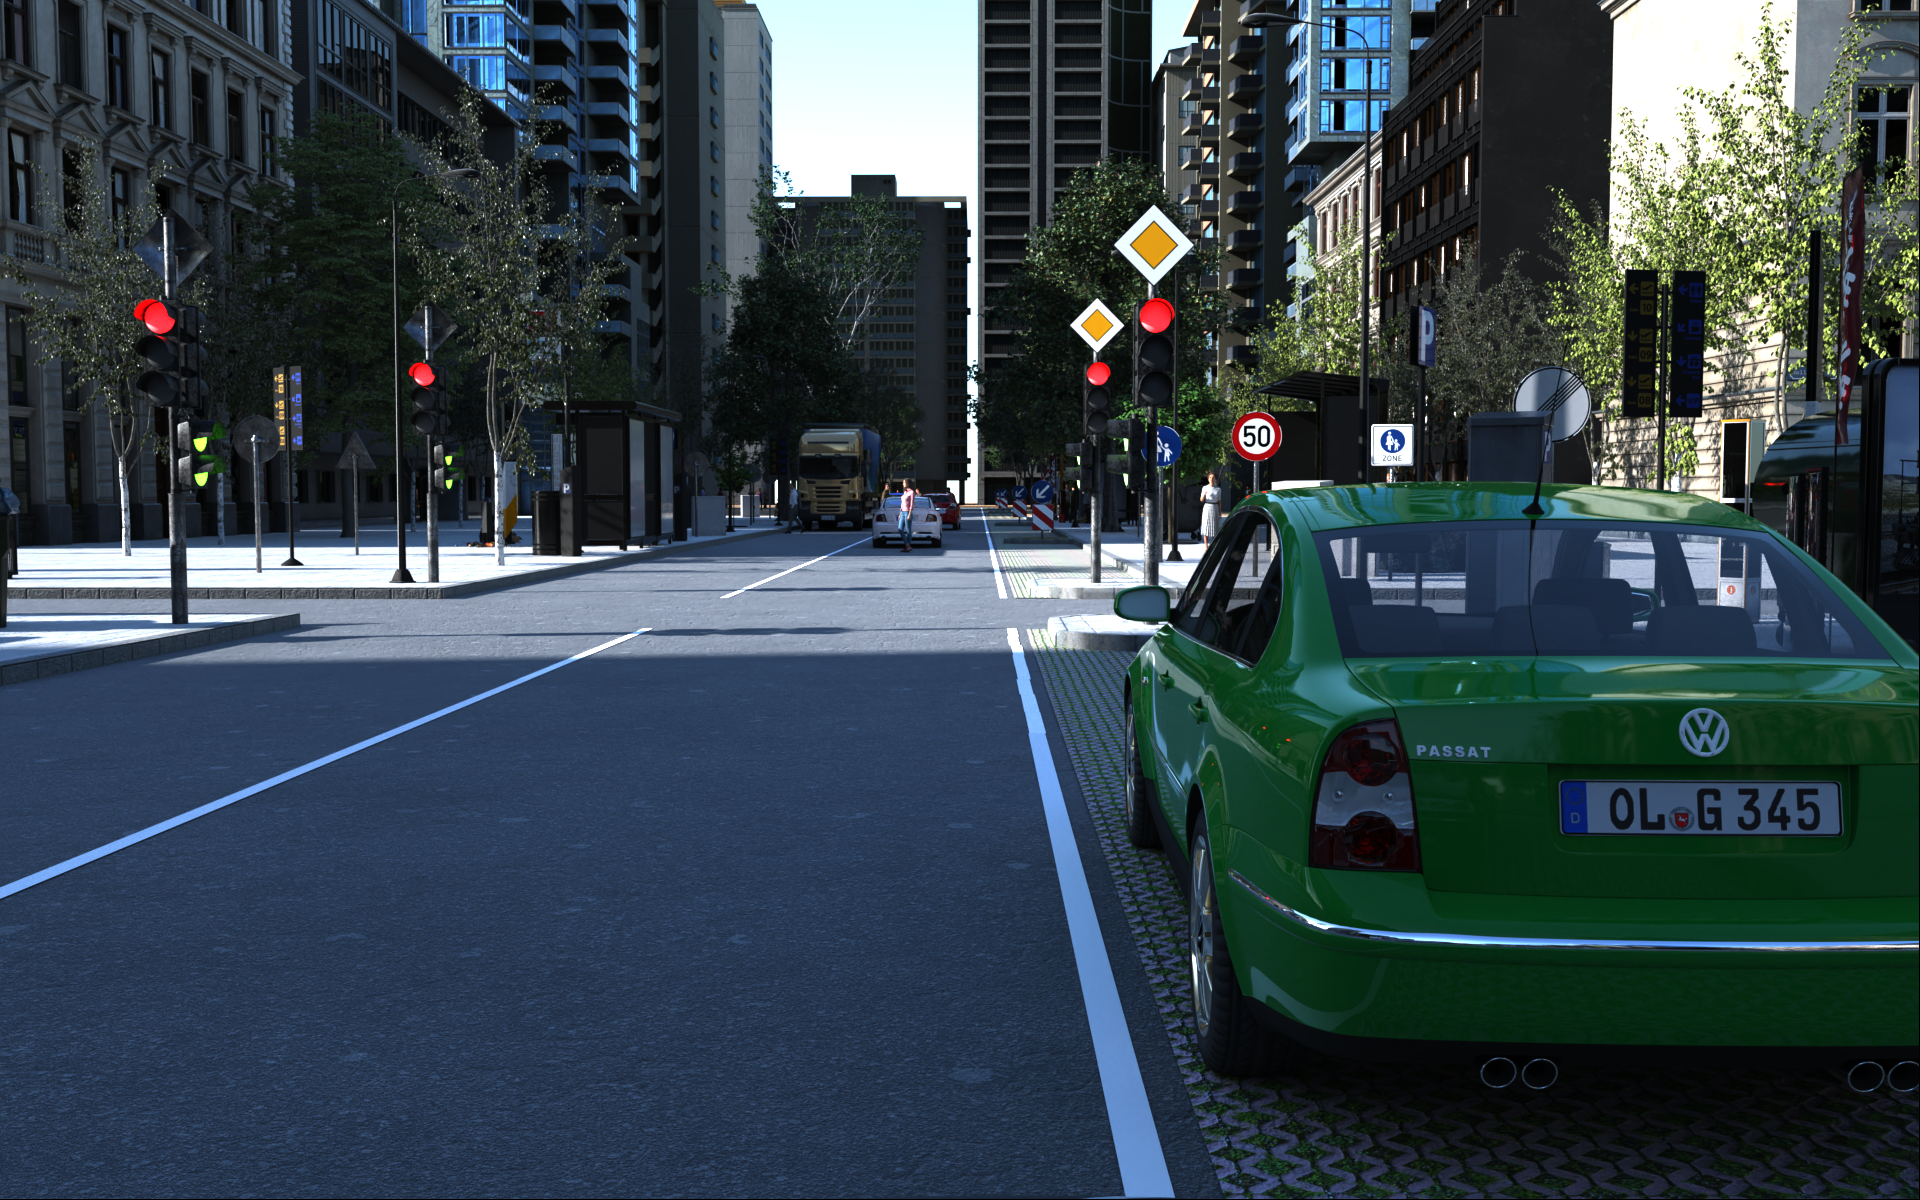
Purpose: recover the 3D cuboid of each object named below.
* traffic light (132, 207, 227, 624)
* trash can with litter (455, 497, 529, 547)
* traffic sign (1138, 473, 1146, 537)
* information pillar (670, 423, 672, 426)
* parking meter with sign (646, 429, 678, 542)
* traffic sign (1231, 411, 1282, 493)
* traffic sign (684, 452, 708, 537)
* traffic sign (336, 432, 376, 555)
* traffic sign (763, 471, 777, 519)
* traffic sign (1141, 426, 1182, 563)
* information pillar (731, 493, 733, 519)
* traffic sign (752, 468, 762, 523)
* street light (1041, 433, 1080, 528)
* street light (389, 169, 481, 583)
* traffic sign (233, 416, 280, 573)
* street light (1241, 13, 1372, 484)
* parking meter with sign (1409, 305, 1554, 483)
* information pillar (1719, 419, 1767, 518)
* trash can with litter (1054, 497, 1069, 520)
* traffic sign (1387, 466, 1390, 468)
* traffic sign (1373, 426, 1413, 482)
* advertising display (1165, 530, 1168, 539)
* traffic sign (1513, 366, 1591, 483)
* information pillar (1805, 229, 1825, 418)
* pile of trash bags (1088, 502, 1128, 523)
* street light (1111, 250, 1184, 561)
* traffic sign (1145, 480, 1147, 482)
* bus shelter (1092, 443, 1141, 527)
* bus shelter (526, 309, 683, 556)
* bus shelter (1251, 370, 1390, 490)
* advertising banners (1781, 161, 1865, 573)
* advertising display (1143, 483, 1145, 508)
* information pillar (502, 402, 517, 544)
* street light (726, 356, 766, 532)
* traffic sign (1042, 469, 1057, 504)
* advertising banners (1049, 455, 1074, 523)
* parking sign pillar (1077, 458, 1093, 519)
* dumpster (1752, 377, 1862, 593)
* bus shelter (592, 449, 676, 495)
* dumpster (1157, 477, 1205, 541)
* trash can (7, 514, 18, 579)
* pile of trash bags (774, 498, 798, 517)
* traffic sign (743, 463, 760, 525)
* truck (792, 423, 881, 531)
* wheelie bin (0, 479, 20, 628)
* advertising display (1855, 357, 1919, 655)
[{"bbox_3d":[-7.700,-1.719,17.019,0.839,4.253,0.868,0,4,1],"label":"traffic light"},{"bbox_3d":[-11.538,-1.922,42.484,1.678,1.210,2.233,-1,4,-21],"label":"trash can with litter"},{"bbox_3d":[5.302,-3.138,51.303,0.884,2.594,0.081,0,4,3],"label":"traffic sign"},{"bbox_3d":[-9.533,-4.029,57.222,0.183,3.616,0.504,0,4,-2],"label":"information pillar"},{"bbox_3d":[-8.419,-3.050,46.130,1.738,3.016,0.543,-2,4,-32],"label":"parking meter with sign"},{"bbox_3d":[4.570,-1.628,26.724,0.768,2.556,0.104,1,4,10],"label":"traffic sign"},{"bbox_3d":[-7.922,-3.171,51.954,0.768,2.556,0.104,1,4,10],"label":"traffic sign"},{"bbox_3d":[-12.657,-2.219,36.288,0.884,2.594,0.081,0,4,8],"label":"traffic sign"},{"bbox_3d":[-9.804,-5.454,89.275,0.768,2.556,0.104,0,4,5],"label":"traffic sign"},{"bbox_3d":[3.752,-1.971,32.338,0.768,2.556,0.104,1,4,10],"label":"traffic sign"},{"bbox_3d":[-11.919,-6.029,89.926,0.183,3.616,0.504,-1,4,-18],"label":"information pillar"},{"bbox_3d":[-9.191,-4.704,77.023,0.768,2.556,0.104,0,4,3],"label":"traffic sign"},{"bbox_3d":[3.876,-5.729,66.209,1.470,5.913,1.316,0,4,1],"label":"street light"},{"bbox_3d":[-7.534,-3.202,24.894,1.470,5.913,1.316,0,4,1],"label":"street light"},{"bbox_3d":[-11.434,-1.717,28.175,0.768,2.556,0.104,0,4,1],"label":"traffic sign"},{"bbox_3d":[3.413,-2.713,16.906,1.470,5.913,1.316,0,4,1],"label":"street light"},{"bbox_3d":[5.029,-1.197,15.830,1.738,3.016,0.543,2,4,31],"label":"parking meter with sign"},{"bbox_3d":[7.732,-0.774,17.147,0.304,2.012,0.304,-3,4,-36],"label":"information pillar"},{"bbox_3d":[4.925,-4.466,84.406,1.055,1.170,0.624,0,4,1],"label":"trash can with litter"},{"bbox_3d":[8.978,-2.266,37.149,0.768,2.556,0.104,1,4,10],"label":"traffic sign"},{"bbox_3d":[6.355,-1.430,25.518,0.606,2.300,0.079,0,4,4],"label":"traffic sign"},{"bbox_3d":[5.976,-2.714,49.584,0.123,1.923,0.974,1,4,15],"label":"advertising display"},{"bbox_3d":[5.900,-1.055,17.354,0.768,2.556,0.104,0,4,3],"label":"traffic sign"},{"bbox_3d":[7.691,-1.485,15.631,0.183,3.616,0.504,2,4,31],"label":"information pillar"},{"bbox_3d":[6.853,-4.239,79.059,1.912,1.369,3.447,0,4,-6],"label":"pile of trash bags"},{"bbox_3d":[3.574,-3.699,33.026,1.470,5.913,1.316,0,4,1],"label":"street light"},{"bbox_3d":[7.828,-4.382,71.752,0.768,2.556,0.104,1,4,10],"label":"traffic sign"},{"bbox_3d":[6.380,-4.686,70.536,2.014,3.302,5.546,0,4,1],"label":"bus shelter"},{"bbox_3d":[-8.275,-3.830,40.245,2.179,5.291,8.768,0,4,1],"label":"bus shelter"},{"bbox_3d":[7.401,-2.737,36.039,1.731,3.624,6.357,0,4,0],"label":"bus shelter"},{"bbox_3d":[5.046,-0.856,10.184,0.090,3.025,2.074,1,4,17],"label":"advertising banners"},{"bbox_3d":[9.662,-5.115,88.840,0.123,1.923,0.974,-2,4,-23],"label":"advertising display"},{"bbox_3d":[-11.535,-3.240,44.322,0.183,3.616,0.504,1,4,22],"label":"information pillar"},{"bbox_3d":[-7.233,-5.252,58.411,1.470,5.913,1.316,0,4,1],"label":"street light"},{"bbox_3d":[4.513,-5.430,88.777,0.884,2.594,0.081,0,4,1],"label":"traffic sign"},{"bbox_3d":[4.603,-4.974,77.515,0.090,3.025,2.074,-2,4,-32],"label":"advertising banners"},{"bbox_3d":[6.676,-6.263,90.879,1.447,3.967,1.447,-1,4,-11],"label":"parking sign pillar"},{"bbox_3d":[7.405,-0.681,13.629,1.502,2.255,1.985,0,4,1],"label":"dumpster"},{"bbox_3d":[-10.728,-3.836,56.634,2.014,3.302,5.546,0,4,1],"label":"bus shelter"},{"bbox_3d":[6.072,-2.574,47.843,1.264,1.857,1.865,0,4,1],"label":"dumpster"},{"bbox_3d":[-14.595,-0.888,26.172,0.748,1.137,0.748,0,3,0],"label":"trash can"},{"bbox_3d":[-8.787,-5.405,98.123,3.447,1.369,1.912,-1,4,-13],"label":"pile of trash bags"},{"bbox_3d":[-8.630,-4.363,71.433,0.768,2.556,0.104,0,4,5],"label":"traffic sign"},{"bbox_3d":[-4.874,-5.012,70.862,2.839,4.237,11.283,0,4,2],"label":"truck"},{"bbox_3d":[-9.474,-0.528,16.549,0.693,1.594,0.980,3,5,39],"label":"wheelie bin"},{"bbox_3d":[4.782,-0.194,8.384,0.974,1.923,0.123,-1,4,-16],"label":"advertising display"}]
